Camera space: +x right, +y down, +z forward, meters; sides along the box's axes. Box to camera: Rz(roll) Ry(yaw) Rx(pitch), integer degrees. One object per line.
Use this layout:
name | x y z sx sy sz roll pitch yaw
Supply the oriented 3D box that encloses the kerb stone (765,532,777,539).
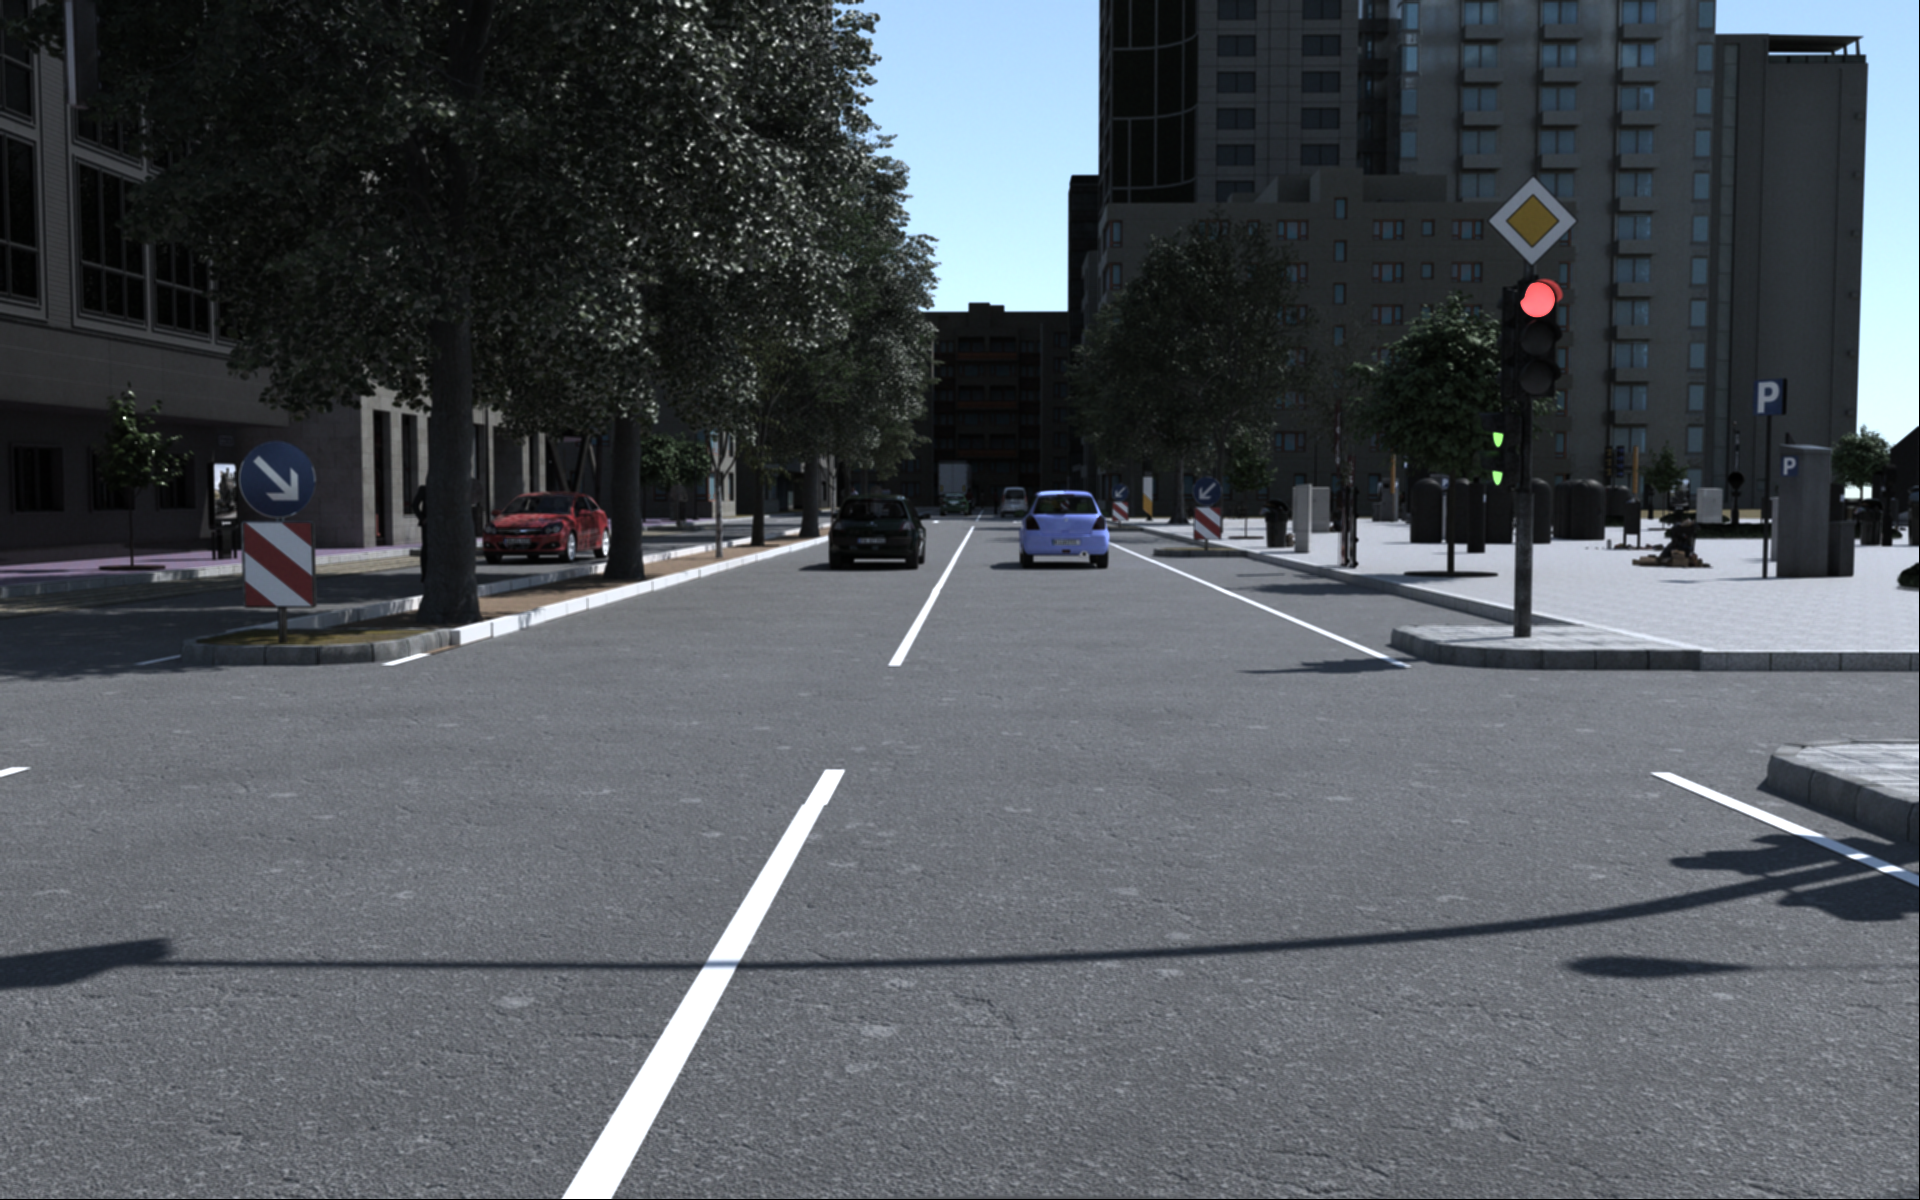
kerb stone | -6.117 -2.057 55.824 0.120 0.150 1.000 0 4 1

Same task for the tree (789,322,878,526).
tree | -4.785 -6.864 65.052 4.360 8.622 3.978 0 3 0

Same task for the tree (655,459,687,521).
tree | -13.629 -5.364 82.302 1.663 3.219 1.824 0 3 0

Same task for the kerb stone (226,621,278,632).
kerb stone | -6.854 0.335 16.837 0.120 0.150 1.000 0 4 1

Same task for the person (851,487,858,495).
person | -6.285 -5.663 100.956 0.599 1.838 0.709 -3 5 -41

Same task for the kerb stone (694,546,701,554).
kerb stone | -6.395 -1.178 41.475 0.120 0.150 1.000 0 4 1

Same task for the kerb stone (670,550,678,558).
kerb stone | -6.456 -0.990 38.388 0.120 0.150 1.000 0 4 1

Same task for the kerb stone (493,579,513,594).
kerb stone | -6.699 -0.175 25.052 0.120 0.150 1.000 0 4 1

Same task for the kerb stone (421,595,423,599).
kerb stone | -6.754 0.014 21.986 0.120 0.150 1.000 0 4 1

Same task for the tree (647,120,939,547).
tree | -5.389 -7.244 46.644 9.928 11.665 9.643 0 3 0

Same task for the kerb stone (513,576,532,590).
kerb stone | -6.673 -0.235 26.074 0.120 0.150 1.000 0 4 1

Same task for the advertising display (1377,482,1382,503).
advertising display | 21.820 -5.175 89.825 0.123 1.923 0.974 0 4 0

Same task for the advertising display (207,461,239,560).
advertising display | -14.468 -1.762 34.024 0.123 1.923 0.974 0 4 4

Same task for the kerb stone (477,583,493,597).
kerb stone | -6.719 -0.111 24.030 0.120 0.150 1.000 0 4 1

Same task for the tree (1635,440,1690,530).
tree | 25.164 -4.098 61.599 1.663 3.219 1.824 0 3 0

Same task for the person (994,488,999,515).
person | 2.557 -6.914 121.485 0.705 1.831 1.348 0 4 -2

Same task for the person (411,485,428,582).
person | -8.576 -1.250 28.299 0.474 1.900 0.648 2 4 32

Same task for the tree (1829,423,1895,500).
tree | 41.354 -5.858 79.490 4.285 4.588 4.351 0 3 0

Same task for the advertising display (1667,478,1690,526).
advertising display | 28.974 -3.953 69.844 0.974 1.923 0.123 -1 4 -16

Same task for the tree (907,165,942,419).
tree | -5.019 -9.065 57.329 9.857 13.997 8.962 0 3 0

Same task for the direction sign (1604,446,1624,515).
direction sign | 30.849 -5.488 81.725 0.876 3.537 0.379 2 4 34

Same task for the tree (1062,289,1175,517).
tree | 9.181 -10.923 96.721 7.486 12.596 7.792 0 3 0

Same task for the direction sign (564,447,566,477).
direction sign | -19.232 -5.649 84.360 0.379 3.537 0.876 -1 4 -9

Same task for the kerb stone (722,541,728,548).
kerb stone | -6.314 -1.430 45.569 0.120 0.150 1.000 0 4 1

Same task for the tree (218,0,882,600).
tree | -5.671 -7.327 28.909 9.857 13.997 8.962 0 3 0

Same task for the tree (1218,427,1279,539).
tree | 8.127 -3.374 49.773 1.663 3.219 1.824 0 3 0

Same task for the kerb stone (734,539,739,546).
kerb stone | -6.273 -1.555 47.618 0.120 0.150 1.000 0 4 1

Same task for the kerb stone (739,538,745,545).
kerb stone | -6.255 -1.613 48.649 0.120 0.150 1.000 0 4 1

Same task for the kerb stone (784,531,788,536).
kerb stone | -6.071 -2.243 58.904 0.120 0.150 1.000 0 4 1

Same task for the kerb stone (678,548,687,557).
kerb stone | -6.429 -1.054 39.426 0.120 0.150 1.000 0 4 1

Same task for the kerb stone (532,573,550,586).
kerb stone | -6.647 -0.295 27.096 0.120 0.150 1.000 0 4 1

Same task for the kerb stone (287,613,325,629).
kerb stone | -6.824 0.265 17.858 0.120 0.150 1.000 0 4 1

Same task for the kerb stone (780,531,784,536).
kerb stone | -6.094 -2.183 57.882 0.120 0.150 1.000 0 4 1

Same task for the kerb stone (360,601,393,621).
kerb stone | -6.784 0.146 19.915 0.120 0.150 1.000 0 4 1

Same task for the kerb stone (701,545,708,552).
kerb stone | -6.381 -1.242 42.497 0.120 0.150 1.000 0 4 1

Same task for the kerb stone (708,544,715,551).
kerb stone | -6.351 -1.303 43.523 0.120 0.150 1.000 0 4 1

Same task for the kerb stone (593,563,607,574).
kerb stone | -6.577 -0.551 31.204 0.120 0.150 1.000 0 4 1

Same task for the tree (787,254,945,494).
tree | -4.582 -9.808 80.952 7.486 12.596 7.792 0 3 0

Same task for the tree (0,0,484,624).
tree | -5.700 -6.719 18.970 9.857 13.997 8.962 0 3 0

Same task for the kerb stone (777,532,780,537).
kerb stone | -6.109 -2.119 56.850 0.120 0.150 1.000 0 4 1

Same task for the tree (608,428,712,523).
tree | -14.282 -5.763 77.931 4.285 4.588 4.351 0 3 0

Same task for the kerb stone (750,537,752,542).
kerb stone | -6.224 -1.741 50.698 0.120 0.150 1.000 0 4 1

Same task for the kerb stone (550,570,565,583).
kerb stone | -6.641 -0.362 28.118 0.120 0.150 1.000 0 4 1

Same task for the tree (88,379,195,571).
tree | -14.090 -2.124 29.330 1.663 3.219 1.824 0 3 0

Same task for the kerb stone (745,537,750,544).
kerb stone | -6.237 -1.678 49.676 0.120 0.150 1.000 0 4 1

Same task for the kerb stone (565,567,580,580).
kerb stone | -6.621 -0.425 29.145 0.120 0.150 1.000 0 4 1

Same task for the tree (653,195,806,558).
tree | -5.356 -5.228 38.301 4.737 8.622 4.395 0 3 0

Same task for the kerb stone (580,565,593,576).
kerb stone | -6.612 -0.488 30.179 0.120 0.150 1.000 0 4 1

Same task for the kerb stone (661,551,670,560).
kerb stone | -6.472 -0.922 37.362 0.120 0.150 1.000 0 4 1

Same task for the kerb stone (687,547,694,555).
kerb stone | -6.414 -1.115 40.448 0.120 0.150 1.000 0 4 1

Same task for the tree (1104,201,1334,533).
tree | 8.289 -7.458 56.348 8.767 10.594 7.601 2 4 35

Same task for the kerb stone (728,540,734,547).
kerb stone | -6.291 -1.492 46.595 0.120 0.150 1.000 0 4 1

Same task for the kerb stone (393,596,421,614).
kerb stone | -6.772 0.077 20.943 0.120 0.150 1.000 0 4 1

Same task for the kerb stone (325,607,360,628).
kerb stone | -6.813 0.202 18.890 0.120 0.150 1.000 0 4 1

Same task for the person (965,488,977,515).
person | 0.648 -6.608 116.475 0.705 1.831 1.348 -3 4 -36

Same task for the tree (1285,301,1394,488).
tree | 14.375 -7.030 65.311 4.360 8.622 3.978 0 3 0

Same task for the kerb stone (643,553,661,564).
kerb stone | -6.487 -0.865 36.338 0.120 0.150 1.000 0 4 1

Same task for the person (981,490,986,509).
person | 2.168 -9.453 163.061 0.705 1.824 1.348 -1 4 -17

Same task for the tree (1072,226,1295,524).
tree | 9.491 -9.624 74.358 9.611 12.733 9.660 0 3 0

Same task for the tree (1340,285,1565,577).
tree | 7.833 -2.661 27.228 4.285 4.588 4.351 0 3 0
